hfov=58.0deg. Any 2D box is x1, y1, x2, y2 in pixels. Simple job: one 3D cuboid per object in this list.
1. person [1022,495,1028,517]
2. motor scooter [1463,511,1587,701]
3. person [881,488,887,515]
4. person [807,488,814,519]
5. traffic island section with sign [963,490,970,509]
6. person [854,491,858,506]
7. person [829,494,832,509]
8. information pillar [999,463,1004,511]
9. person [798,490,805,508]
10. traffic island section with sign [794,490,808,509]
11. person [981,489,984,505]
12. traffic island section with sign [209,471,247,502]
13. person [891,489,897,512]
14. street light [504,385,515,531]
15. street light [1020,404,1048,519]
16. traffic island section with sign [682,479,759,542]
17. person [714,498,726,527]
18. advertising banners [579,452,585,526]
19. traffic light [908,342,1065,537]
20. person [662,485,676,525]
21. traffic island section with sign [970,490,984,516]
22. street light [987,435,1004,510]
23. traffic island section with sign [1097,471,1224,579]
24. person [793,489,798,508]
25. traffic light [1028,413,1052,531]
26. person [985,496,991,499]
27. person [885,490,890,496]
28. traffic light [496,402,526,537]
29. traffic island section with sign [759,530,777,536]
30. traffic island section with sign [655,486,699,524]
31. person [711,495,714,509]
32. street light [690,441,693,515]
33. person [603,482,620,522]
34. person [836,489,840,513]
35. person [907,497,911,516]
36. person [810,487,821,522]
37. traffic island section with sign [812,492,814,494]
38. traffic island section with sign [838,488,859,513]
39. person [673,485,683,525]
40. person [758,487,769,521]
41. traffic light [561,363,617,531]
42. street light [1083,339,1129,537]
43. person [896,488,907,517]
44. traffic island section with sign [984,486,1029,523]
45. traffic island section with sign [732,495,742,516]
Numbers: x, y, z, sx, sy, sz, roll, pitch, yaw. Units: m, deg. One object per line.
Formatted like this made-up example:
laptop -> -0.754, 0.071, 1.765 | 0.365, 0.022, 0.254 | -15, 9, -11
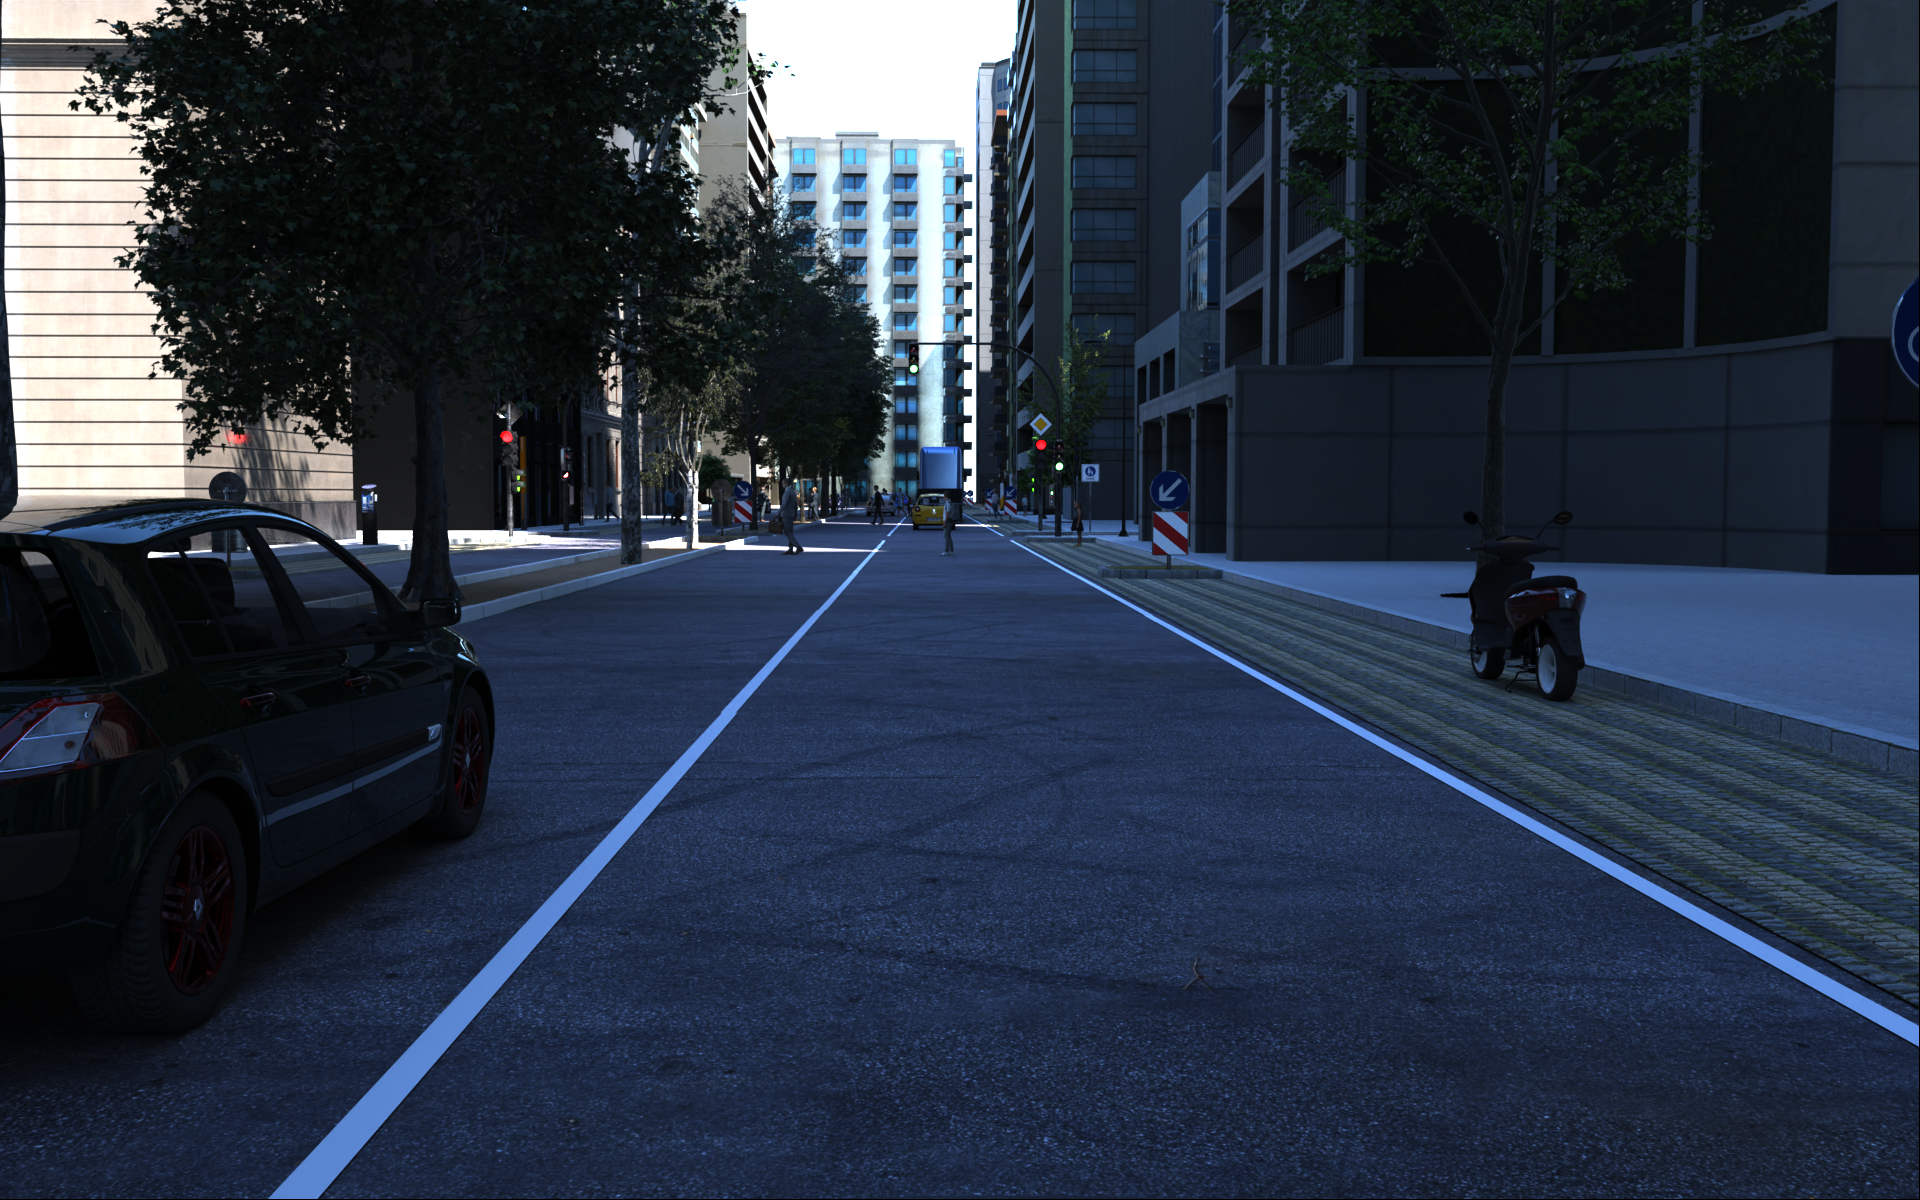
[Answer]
person -> 3.682, -5.383, 98.741 | 0.332, 1.250, 0.352 | 1, 4, 17
motor scooter -> 4.099, 0.012, 12.586 | 0.815, 1.314, 1.986 | 0, 4, -2
person -> -5.193, -6.731, 118.427 | 0.514, 1.842, 0.818 | 0, 4, -4
person -> -8.418, -5.494, 98.531 | 0.583, 1.804, 0.606 | 0, 4, 6
traffic island section with sign -> 0.837, -9.391, 162.175 | 1.989, 1.847, 2.006 | 0, 4, -1
person -> -12.293, -11.994, 204.677 | 0.705, 1.814, 1.350 | 0, 4, 6
person -> -12.471, -9.713, 168.124 | 0.721, 1.723, 1.217 | 3, 5, 39
information pillar -> 3.161, -8.536, 130.923 | 0.183, 3.616, 0.504 | 2, 4, 24
person -> -15.939, -9.895, 170.381 | 1.348, 1.812, 0.705 | 0, 4, -7
traffic island section with sign -> -15.266, -9.357, 161.617 | 1.989, 1.847, 2.006 | 0, 4, -1
person -> 2.575, -11.603, 195.750 | 0.705, 1.824, 1.348 | 1, 4, 10
traffic island section with sign -> -12.711, -1.285, 29.633 | 1.989, 1.847, 2.006 | 0, 4, -1
person -> -5.224, -7.701, 134.593 | 0.590, 1.801, 0.661 | -3, 4, -37
street light -> -15.072, -5.336, 59.786 | 1.470, 5.913, 1.316 | 0, 4, -1
street light -> 3.803, -7.138, 89.245 | 1.470, 5.913, 1.316 | 0, 4, -1
traffic island section with sign -> -7.260, -2.697, 52.240 | 2.006, 1.907, 1.989 | 0, 4, -1
person -> -10.299, -4.052, 74.740 | 0.713, 1.824, 0.794 | 0, 4, -8
advertising banners -> -15.426, -4.561, 70.755 | 0.090, 3.025, 2.074 | 0, 4, -6
traffic light -> 0.839, -4.724, 51.903 | 4.771, 5.953, 1.251 | 0, 4, -1
person -> -13.212, -4.302, 78.702 | 0.638, 1.841, 0.748 | -3, 5, -43
traffic island section with sign -> 1.807, -6.337, 112.237 | 1.989, 1.847, 2.006 | 0, 4, -1
street light -> 2.781, -9.950, 135.229 | 1.470, 5.913, 1.316 | 0, 4, -1
traffic island section with sign -> 3.417, -1.305, 29.965 | 1.989, 1.847, 2.006 | 0, 4, -1
person -> -10.499, -6.101, 108.599 | 0.694, 1.780, 0.624 | -3, 5, -43
traffic light -> 2.774, -4.352, 60.068 | 0.839, 4.253, 0.868 | 0, 4, -1
person -> 2.841, -9.785, 166.741 | 1.217, 1.735, 0.721 | -3, 4, -38
person -> -6.572, -8.859, 153.352 | 1.348, 1.824, 0.705 | -3, 5, -40
traffic light -> -13.429, -3.843, 51.752 | 0.839, 4.253, 0.868 | 0, 4, -1
traffic island section with sign -> -7.394, -3.150, 59.646 | 2.006, 1.907, 1.989 | 0, 4, -1
traffic island section with sign -> -13.770, -4.639, 84.475 | 1.989, 1.847, 2.006 | 0, 4, -1
person -> -13.309, -5.238, 94.392 | 0.600, 1.795, 0.529 | -3, 5, -42
street light -> -15.961, -8.161, 105.971 | 1.470, 5.913, 1.316 | 0, 4, -1
person -> -15.923, -4.474, 79.037 | 0.795, 1.843, 0.661 | -1, 4, -12
person -> -9.187, -7.312, 128.322 | 0.678, 1.792, 0.850 | 1, 4, 9
person -> -3.222, -5.982, 110.972 | 0.373, 1.253, 0.362 | -2, 4, -35
person -> -7.250, -4.790, 87.242 | 0.534, 1.772, 0.576 | 0, 4, 4
traffic island section with sign -> -15.808, -11.043, 189.173 | 1.989, 1.847, 2.006 | 0, 4, -1
traffic island section with sign -> -8.860, -7.745, 134.770 | 2.006, 1.907, 1.989 | 0, 4, -1
person -> -13.005, -4.359, 79.735 | 0.622, 1.834, 0.822 | 3, 5, 42
person -> -10.266, -5.009, 90.570 | 0.590, 1.801, 0.661 | -3, 5, -43
traffic light -> -11.494, -5.208, 59.811 | 4.771, 5.953, 1.251 | 0, 4, -1
street light -> 4.398, -4.866, 52.100 | 1.470, 5.913, 1.316 | 0, 4, -1
person -> -3.665, -6.026, 107.115 | 0.778, 1.811, 0.616 | -2, 4, -31
traffic island section with sign -> 2.334, -4.674, 85.042 | 1.989, 1.847, 2.006 | 0, 4, -1
traffic island section with sign -> -14.314, -6.335, 112.213 | 1.989, 1.847, 2.006 | 0, 4, -1
